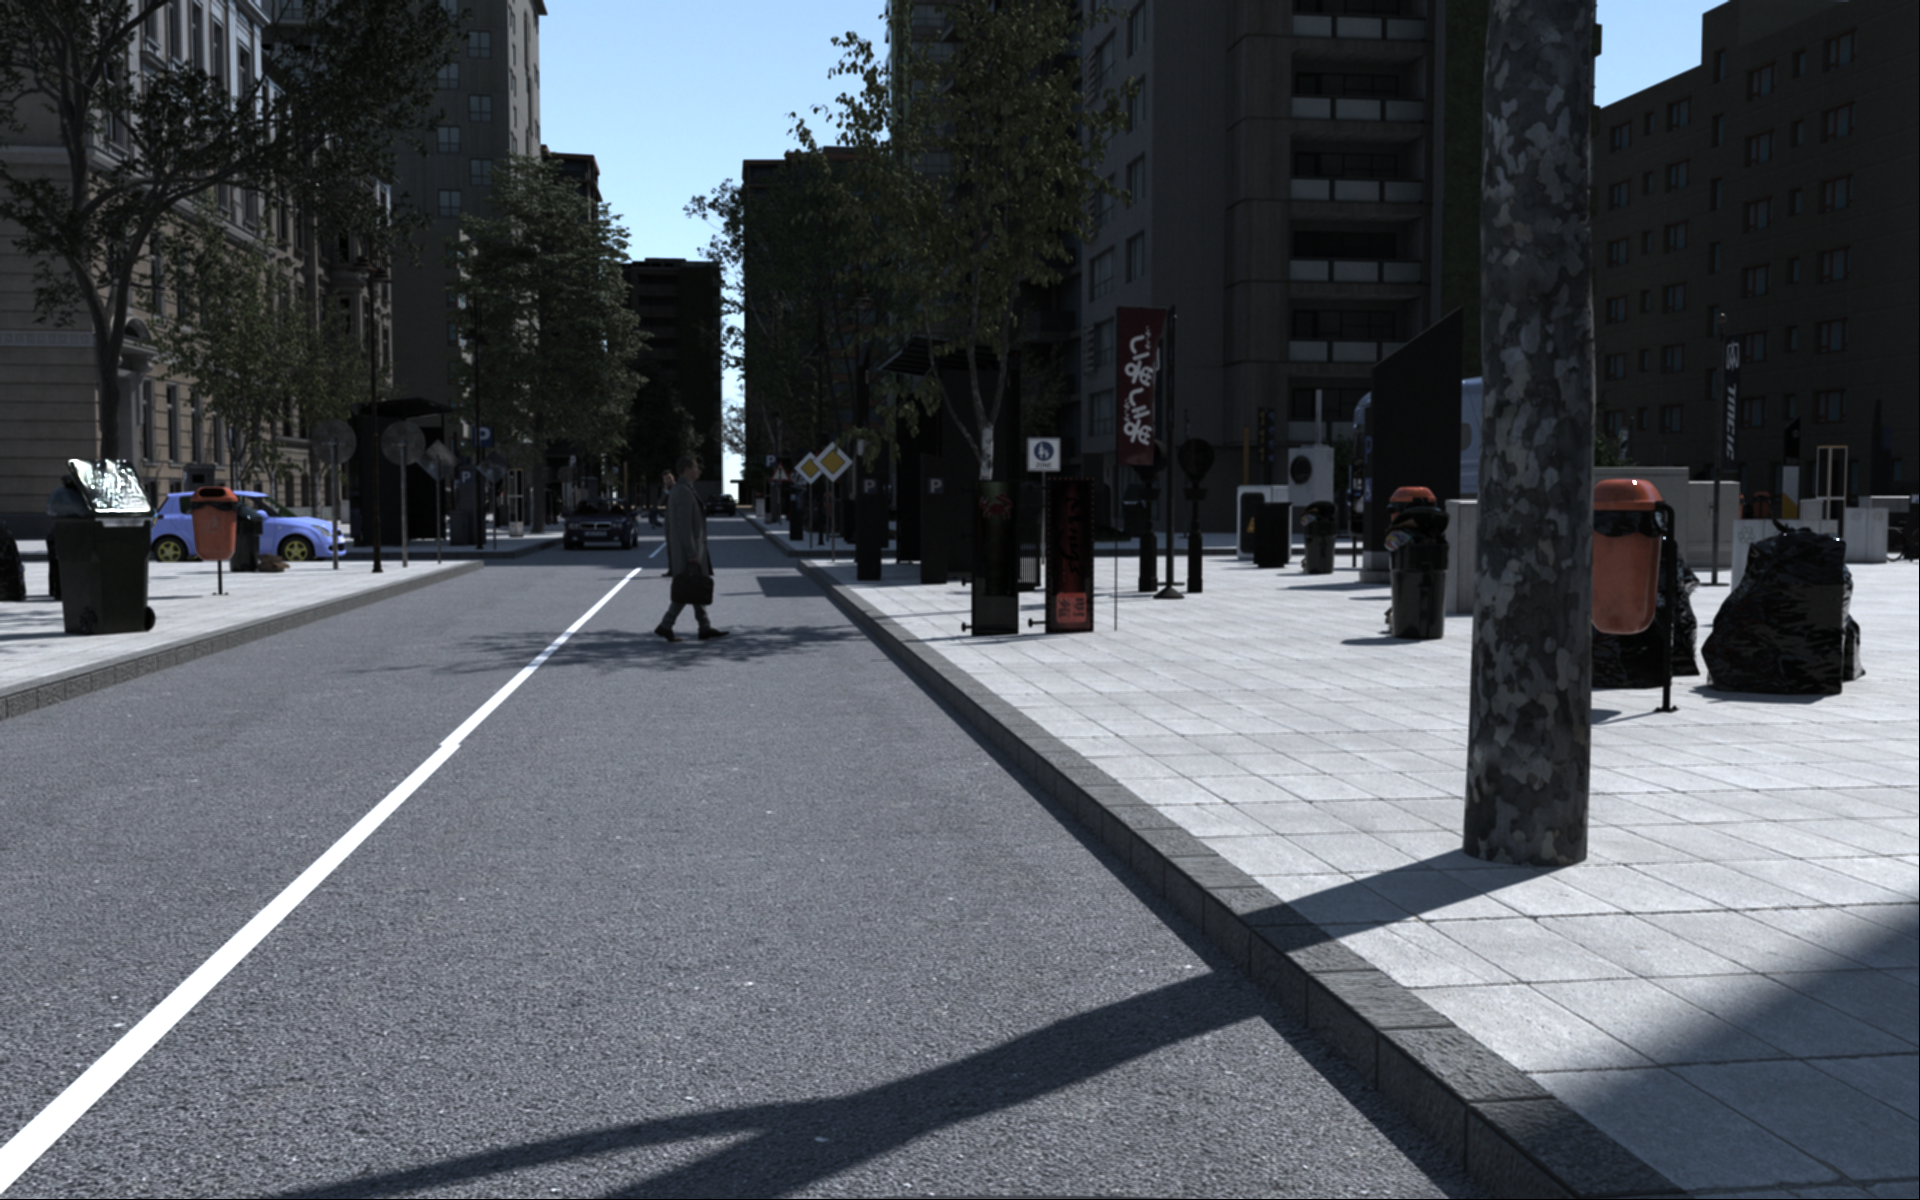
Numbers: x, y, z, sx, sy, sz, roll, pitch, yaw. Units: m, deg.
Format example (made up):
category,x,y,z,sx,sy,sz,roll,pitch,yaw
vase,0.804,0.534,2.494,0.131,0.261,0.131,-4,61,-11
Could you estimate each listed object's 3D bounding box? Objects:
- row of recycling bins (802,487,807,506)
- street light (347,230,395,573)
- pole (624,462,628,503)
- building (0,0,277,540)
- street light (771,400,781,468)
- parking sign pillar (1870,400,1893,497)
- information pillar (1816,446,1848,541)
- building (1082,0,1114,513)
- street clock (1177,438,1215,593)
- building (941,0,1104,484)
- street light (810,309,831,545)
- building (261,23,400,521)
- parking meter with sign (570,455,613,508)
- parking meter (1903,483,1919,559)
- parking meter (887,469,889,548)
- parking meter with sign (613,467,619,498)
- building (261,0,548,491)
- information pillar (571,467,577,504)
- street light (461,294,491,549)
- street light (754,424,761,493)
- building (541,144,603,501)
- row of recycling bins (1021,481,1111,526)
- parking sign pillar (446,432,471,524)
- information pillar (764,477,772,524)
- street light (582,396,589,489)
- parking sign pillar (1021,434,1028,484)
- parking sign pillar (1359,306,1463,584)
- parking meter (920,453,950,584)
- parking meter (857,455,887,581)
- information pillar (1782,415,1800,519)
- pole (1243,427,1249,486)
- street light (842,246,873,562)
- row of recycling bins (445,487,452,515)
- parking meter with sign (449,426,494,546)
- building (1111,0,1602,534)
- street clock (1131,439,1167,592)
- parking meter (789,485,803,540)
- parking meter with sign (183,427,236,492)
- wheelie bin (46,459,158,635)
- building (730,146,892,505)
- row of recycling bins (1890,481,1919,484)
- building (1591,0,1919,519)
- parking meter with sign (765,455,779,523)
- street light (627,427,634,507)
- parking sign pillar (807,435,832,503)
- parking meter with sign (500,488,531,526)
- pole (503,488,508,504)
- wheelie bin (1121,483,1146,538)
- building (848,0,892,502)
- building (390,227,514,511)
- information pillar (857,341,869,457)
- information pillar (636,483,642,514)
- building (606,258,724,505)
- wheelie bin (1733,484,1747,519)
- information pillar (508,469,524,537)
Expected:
category,x,y,z,sx,sy,sz,roll,pitch,yaw
row of recycling bins,-9.519,-5.919,103.887,1.069,1.692,3.534,0,4,6
street light,-9.541,-3.388,28.186,0.468,5.910,1.993,0,4,-8
pole,-20.990,-7.030,108.782,0.158,3.312,0.155,0,3,0
building,-31.807,-16.576,56.918,13.634,28.700,20.117,0,4,-8
street light,-8.391,-6.508,79.199,0.468,5.910,1.993,0,4,-8
parking sign pillar,26.641,-3.772,50.145,1.447,3.967,1.447,2,4,24
information pillar,13.303,-1.344,26.466,0.304,2.012,0.304,-1,4,-10
building,2.639,-27.219,128.622,14.154,41.232,14.086,0,4,-8
street clock,3.067,-1.101,22.564,0.471,2.002,0.358,0,4,5
building,10.665,-26.864,93.850,22.147,44.769,28.867,0,4,-8
street light,-3.502,-4.322,43.457,0.468,5.910,1.993,0,4,-8
building,-36.042,-16.216,84.224,14.460,24.649,34.723,0,4,-8
parking meter with sign,-16.593,-4.980,77.682,0.543,3.016,1.738,3,5,44
parking meter,18.945,-1.586,34.347,0.372,1.533,0.369,0,3,0
parking meter,-1.905,-2.163,41.078,0.399,1.863,0.255,-1,4,-17
parking meter with sign,-22.522,-7.003,110.756,1.738,3.016,0.543,3,5,44
building,-53.373,-34.951,160.681,27.495,52.752,28.713,0,4,-8
information pillar,-24.141,-7.144,108.167,0.504,3.616,0.183,2,4,35
street light,-11.176,-4.119,40.131,0.468,5.910,1.993,0,4,-8
street light,-13.315,-8.644,114.123,0.468,5.910,1.993,0,4,-8
building,-59.152,-34.231,214.307,28.867,44.769,22.147,0,4,-8
row of recycling bins,3.340,-2.975,55.752,3.534,1.692,1.069,-2,4,-35
parking sign pillar,-21.706,-5.329,75.600,1.447,3.967,1.447,0,4,-2
information pillar,-8.235,-4.273,74.358,0.304,2.012,0.304,0,4,-2
street light,-16.196,-6.254,75.042,0.468,5.910,1.993,0,4,-8
parking sign pillar,2.105,-5.051,71.048,1.447,3.967,1.447,1,4,17
parking sign pillar,6.532,-2.235,25.019,1.447,3.967,1.447,0,4,-5
parking meter,-0.355,-1.165,24.762,0.399,1.863,0.255,-1,4,-11
parking meter,-1.332,-1.226,25.762,0.399,1.863,0.255,0,4,-3
information pillar,24.658,-3.671,51.372,0.504,3.616,0.183,-1,4,-12
pole,8.736,-3.613,52.922,0.158,3.312,0.155,0,3,0
street light,-1.915,-3.651,32.489,0.468,5.910,1.993,0,4,-8
row of recycling bins,-31.342,-6.040,105.863,1.069,1.692,3.534,-1,4,-12
parking meter with sign,-12.345,-2.901,43.697,0.543,3.016,1.738,0,4,8
building,12.435,-23.032,60.167,14.086,41.232,14.154,0,4,-8
street clock,2.474,-1.110,22.719,0.471,2.002,0.358,2,4,33
parking meter,-4.539,-2.422,48.003,0.372,1.533,0.369,0,3,0
parking meter with sign,-19.539,-2.947,44.440,1.738,3.016,0.543,-3,4,-39
wheelie bin,-7.952,-0.495,16.007,0.693,1.594,0.980,2,4,29
building,-14.925,-34.641,220.997,28.867,44.769,22.147,0,4,-8
row of recycling bins,29.125,-2.769,52.389,1.069,1.692,3.534,0,4,-1
building,44.257,-13.806,70.774,28.899,21.520,27.650,0,4,-8
parking meter with sign,-8.352,-4.959,77.333,0.543,3.016,1.738,0,4,-1
street light,-20.957,-8.392,109.989,0.468,5.910,1.993,0,4,-8
parking sign pillar,-6.451,-5.574,79.612,1.447,3.967,1.447,3,5,40
parking meter with sign,-17.867,-4.538,70.456,1.738,3.016,0.543,0,4,0
pole,-19.470,-4.912,74.148,0.158,3.312,0.155,0,3,0
wheelie bin,5.208,-2.654,51.296,0.980,1.594,0.693,3,5,41
building,1.503,-52.117,164.783,22.319,86.520,31.000,0,4,-8
building,-48.117,-17.129,125.104,27.650,21.520,28.899,0,4,-8
information pillar,-1.467,-2.142,26.372,0.183,3.616,0.504,1,4,9
information pillar,-21.034,-6.671,113.557,0.304,2.012,0.304,1,4,13
building,-36.536,-27.113,214.992,14.107,30.474,14.160,0,4,-8
wheelie bin,22.282,-2.571,49.937,0.693,1.594,0.980,1,4,18
information pillar,-13.178,-2.869,51.395,0.304,2.012,0.304,2,4,27
